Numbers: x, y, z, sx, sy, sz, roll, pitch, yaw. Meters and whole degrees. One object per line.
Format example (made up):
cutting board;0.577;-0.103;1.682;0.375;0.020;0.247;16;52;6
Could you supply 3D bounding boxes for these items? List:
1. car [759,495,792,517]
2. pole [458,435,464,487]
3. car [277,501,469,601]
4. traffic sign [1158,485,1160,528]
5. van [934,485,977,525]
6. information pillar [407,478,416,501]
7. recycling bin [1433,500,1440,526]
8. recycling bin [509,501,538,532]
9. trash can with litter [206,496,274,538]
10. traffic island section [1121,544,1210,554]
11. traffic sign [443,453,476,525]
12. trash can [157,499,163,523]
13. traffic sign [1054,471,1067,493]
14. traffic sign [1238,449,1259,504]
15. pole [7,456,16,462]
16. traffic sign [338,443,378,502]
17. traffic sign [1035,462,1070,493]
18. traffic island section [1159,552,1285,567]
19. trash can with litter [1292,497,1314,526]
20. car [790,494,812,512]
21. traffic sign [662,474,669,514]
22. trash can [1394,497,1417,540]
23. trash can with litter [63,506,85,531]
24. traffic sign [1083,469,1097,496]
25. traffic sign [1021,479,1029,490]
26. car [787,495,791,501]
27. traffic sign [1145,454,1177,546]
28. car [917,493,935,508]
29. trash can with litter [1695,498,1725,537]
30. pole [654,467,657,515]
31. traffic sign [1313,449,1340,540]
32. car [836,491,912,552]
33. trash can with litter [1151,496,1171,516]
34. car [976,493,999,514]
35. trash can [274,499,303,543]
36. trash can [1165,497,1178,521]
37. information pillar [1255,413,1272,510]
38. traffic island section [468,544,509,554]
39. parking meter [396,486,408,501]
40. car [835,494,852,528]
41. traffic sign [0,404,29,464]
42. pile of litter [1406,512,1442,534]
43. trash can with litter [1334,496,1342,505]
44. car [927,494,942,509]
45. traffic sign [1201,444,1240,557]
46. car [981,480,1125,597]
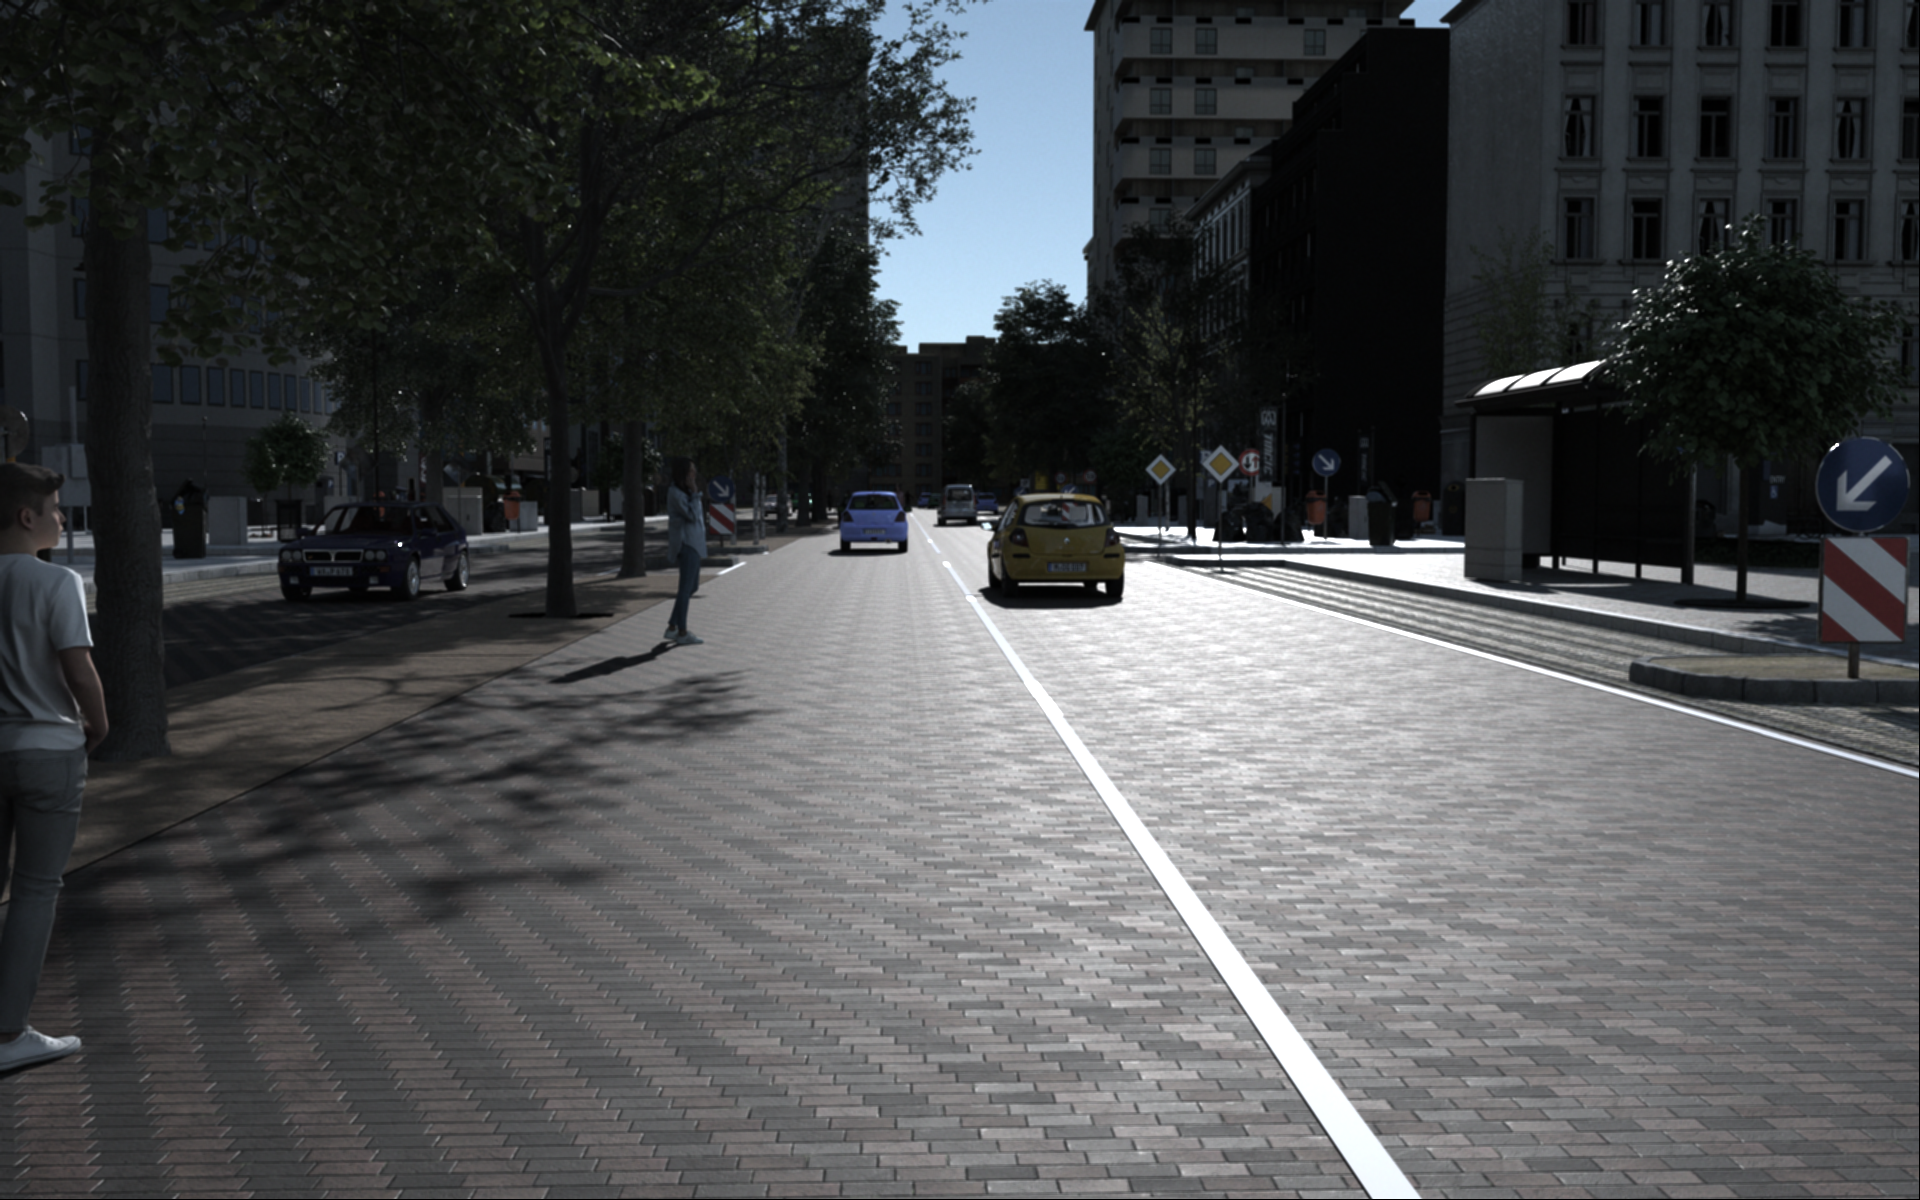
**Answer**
car;-11.711;-5.995;110.374;2.083;1.381;4.827;0;4;-2
pole;-17.278;-4.051;60.071;0.158;3.312;0.155;0;3;0
car;-8.214;-0.727;24.470;1.945;1.354;3.894;0;4;-1
traffic sign;7.538;-3.935;65.528;0.795;2.450;0.064;0;4;-1
van;-0.149;-4.493;80.474;2.013;2.044;4.112;0;4;-4
information pillar;-24.497;-4.457;77.364;0.304;2.012;0.304;-2;4;-25
recycling bin;19.621;-3.515;70.022;0.722;1.027;0.722;-1;4;-16
recycling bin;-15.038;-2.881;59.656;0.722;1.027;0.722;-3;5;-44
trash can with litter;-21.191;-2.452;51.146;2.233;1.210;1.678;0;4;0
traffic island section;5.000;-1.274;43.115;2.009;0.180;2.903;0;4;-2
traffic sign;-12.257;-2.372;42.432;0.795;2.450;0.064;0;4;-2
trash can;-25.250;-2.594;54.073;0.748;1.137;0.748;0;3;0
traffic sign;5.649;-5.944;97.296;0.768;2.556;0.104;0;4;-1
traffic sign;8.190;-2.973;48.708;0.768;2.556;0.104;0;4;6
pole;-24.831;-3.150;45.353;0.158;3.312;0.155;0;3;0
traffic sign;-11.967;-1.884;34.452;0.795;2.450;0.064;0;4;-2
traffic sign;5.939;-7.190;111.435;2.265;3.308;0.079;0;4;2
traffic island section;5.290;-0.786;35.135;2.009;0.180;2.903;0;4;-2
trash can with litter;13.756;-3.518;68.900;1.055;1.170;0.624;2;4;32
car;-12.529;-7.882;137.662;1.959;1.807;4.718;0;4;-2
traffic sign;-18.733;-6.684;109.382;0.768;2.556;0.104;0;4;3
trash can;12.504;-2.280;48.924;0.748;1.137;0.748;0;3;0
trash can with litter;-31.262;-3.021;60.451;1.678;1.210;2.233;0;4;3
traffic sign;6.480;-5.256;86.045;0.768;2.556;0.104;0;4;3
traffic sign;4.365;-6.978;116.217;0.606;2.300;0.079;0;4;4
car;-16.529;-9.147;161.918;2.083;1.381;4.827;0;4;-3
traffic sign;4.976;-2.409;43.037;0.795;2.450;0.064;0;4;-2
car;-3.458;-10.281;177.683;1.945;1.707;3.694;0;4;-3
trash can with litter;19.747;-2.101;45.734;1.055;1.170;0.624;-2;4;-31
pole;-18.595;-6.840;105.676;0.158;3.312;0.155;0;3;0
traffic sign;10.307;-2.978;48.792;0.768;2.556;0.104;0;4;6
car;-2.180;-2.103;43.970;1.945;1.707;3.694;0;4;-3
trash can with litter;11.496;-5.522;101.346;1.678;1.210;2.233;1;4;20
car;1.834;-6.958;123.346;1.945;1.707;3.694;0;4;-1
trash can;-17.636;-2.072;45.536;0.748;1.137;0.748;0;3;0
trash can;10.057;-4.302;81.995;0.748;1.137;0.748;0;3;0
information pillar;8.750;-3.588;50.012;0.504;3.616;0.183;0;4;7
traffic island section;-12.280;-1.236;42.493;2.009;0.180;2.903;0;4;-2
parking meter;-18.260;-2.952;56.684;0.372;1.533;0.369;0;3;0
car;-4.427;-4.010;75.350;2.009;1.686;4.222;0;4;-3
traffic sign;-13.585;-1.498;24.606;0.768;2.556;0.104;0;4;5
pile of litter;14.791;-2.553;55.701;1.719;0.858;1.176;0;4;4
trash can with litter;12.870;-2.951;59.301;1.678;1.210;2.233;0;4;6
car;-2.184;-9.693;167.278;1.959;1.807;4.718;0;4;-3
traffic sign;5.267;-1.921;35.057;0.795;2.450;0.064;0;4;-2
car;1.350;-0.935;25.513;2.015;1.641;3.980;0;4;-3
